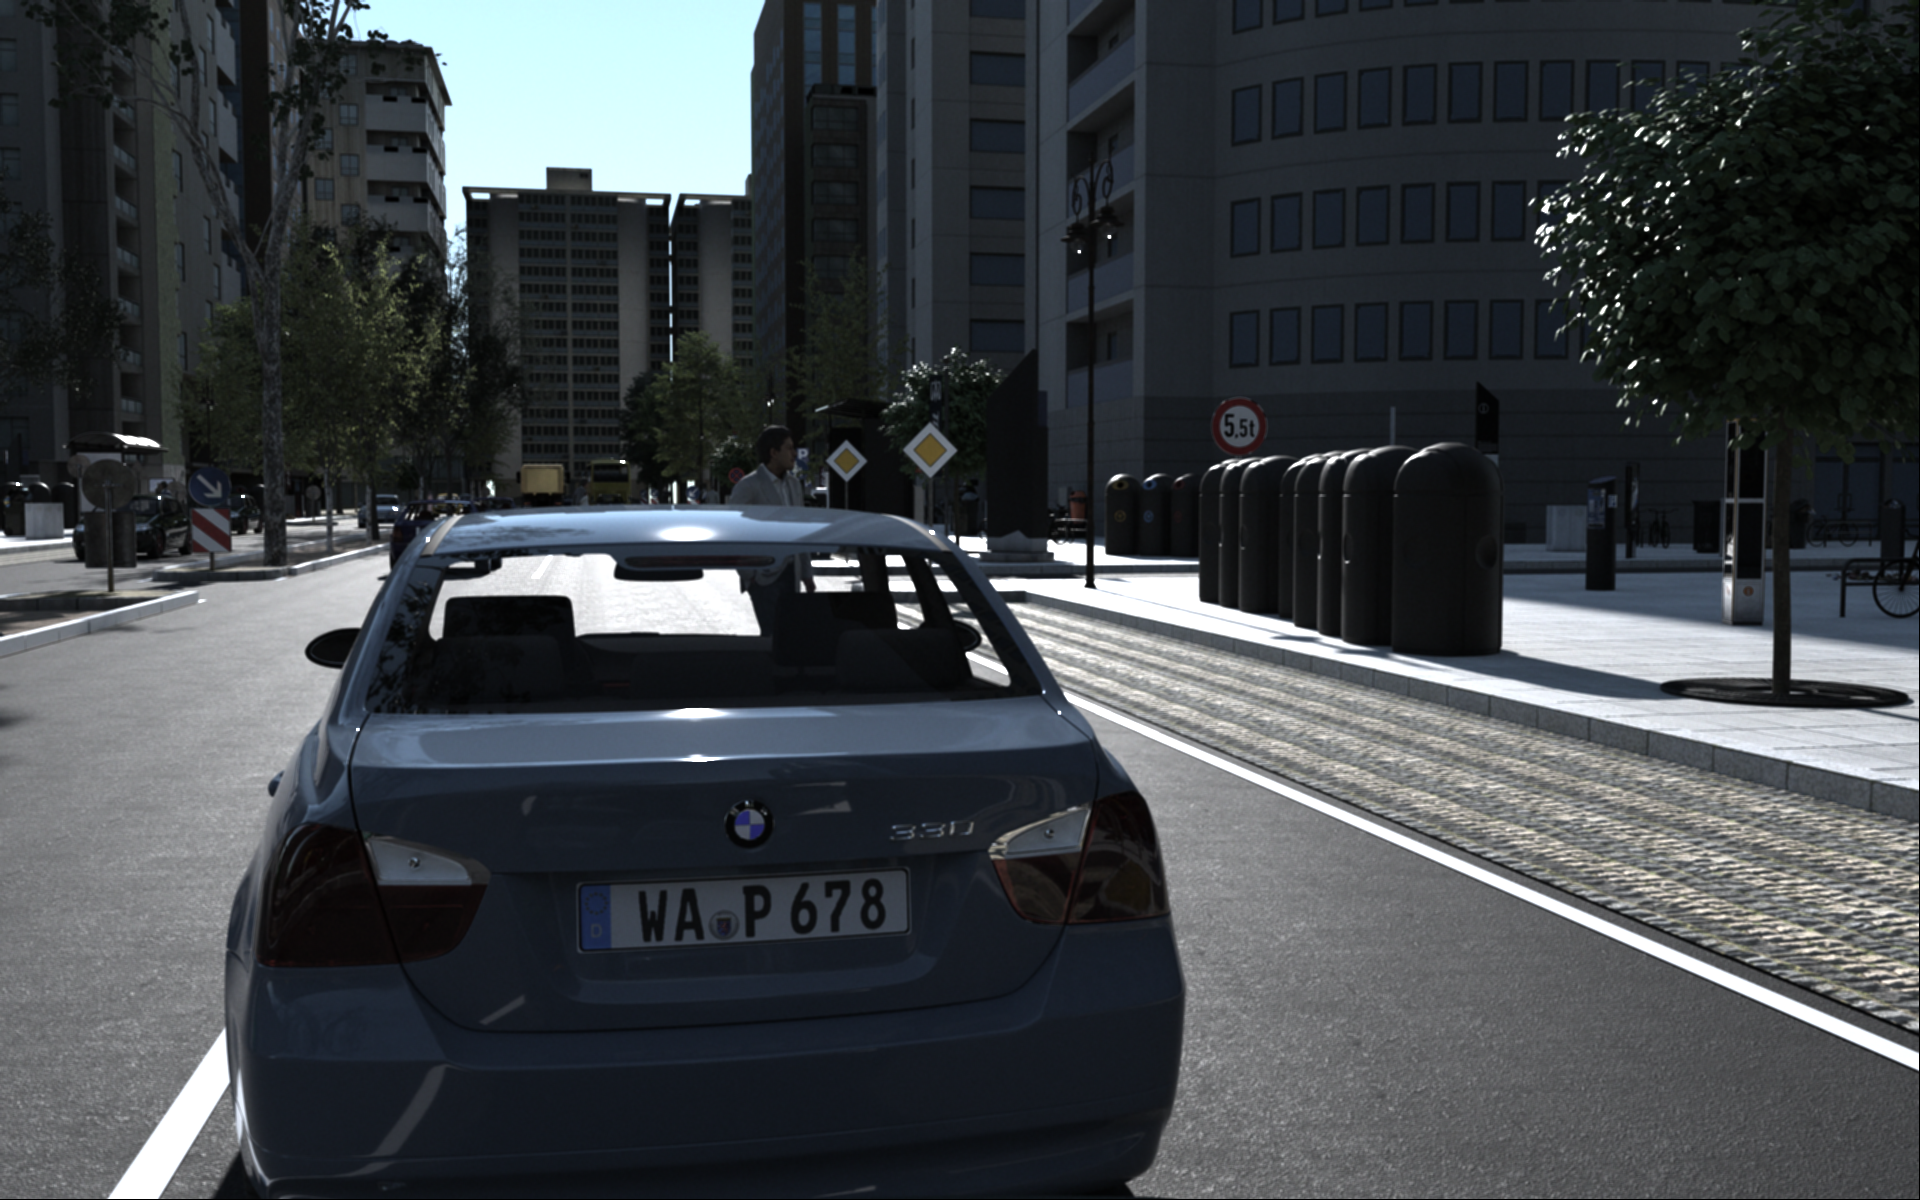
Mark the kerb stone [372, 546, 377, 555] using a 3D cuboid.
[{"bbox_3d":[-13.956,-1.142,40.934,0.120,0.150,1.000,-1,4,-12],"label":"kerb stone"}]

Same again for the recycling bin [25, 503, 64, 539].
[{"bbox_3d":[-26.099,-2.252,49.372,0.722,1.027,0.722,1,4,16],"label":"recycling bin"}]

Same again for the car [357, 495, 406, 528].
[{"bbox_3d":[-24.951,-3.843,74.839,2.014,1.417,4.499,-1,4,-14],"label":"car"}]

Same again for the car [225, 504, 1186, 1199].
[{"bbox_3d":[-0.803,0.442,4.768,2.014,1.417,4.499,-1,4,-13],"label":"car"}]

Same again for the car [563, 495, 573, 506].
[{"bbox_3d":[-39.938,-10.057,177.018,1.945,1.354,3.894,-1,4,-11],"label":"car"}]

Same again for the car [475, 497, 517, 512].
[{"bbox_3d":[-14.763,-2.591,54.943,1.945,1.354,3.894,-1,4,-14],"label":"car"}]

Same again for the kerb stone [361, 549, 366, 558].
[{"bbox_3d":[-13.528,-1.023,38.925,0.120,0.150,1.000,-1,4,-12],"label":"kerb stone"}]

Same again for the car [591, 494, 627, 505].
[{"bbox_3d":[-19.353,-5.248,95.591,2.009,1.686,4.222,-1,4,-13],"label":"car"}]

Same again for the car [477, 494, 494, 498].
[{"bbox_3d":[-44.659,-9.260,163.192,2.131,1.459,4.920,-1,4,-12],"label":"car"}]

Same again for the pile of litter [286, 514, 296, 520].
[{"bbox_3d":[-33.645,-4.429,86.378,1.176,0.858,1.719,0,4,7],"label":"pile of litter"}]

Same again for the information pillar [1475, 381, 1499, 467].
[{"bbox_3d":[10.945,-2.735,36.064,0.504,3.616,0.183,0,4,-5],"label":"information pillar"}]

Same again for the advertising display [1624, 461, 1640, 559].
[{"bbox_3d":[13.444,-1.801,34.660,0.123,1.923,0.974,2,4,30],"label":"advertising display"}]

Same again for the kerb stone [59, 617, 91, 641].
[{"bbox_3d":[-8.914,0.306,17.307,0.120,0.150,1.000,-1,4,-12],"label":"kerb stone"}]

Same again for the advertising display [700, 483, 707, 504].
[{"bbox_3d":[-15.365,-6.020,103.643,0.123,1.923,0.974,1,4,10],"label":"advertising display"}]

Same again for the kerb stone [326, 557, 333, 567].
[{"bbox_3d":[-12.463,-0.714,33.911,0.120,0.150,1.000,-1,4,-12],"label":"kerb stone"}]

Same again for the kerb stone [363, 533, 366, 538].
[{"bbox_3d":[-19.203,-2.037,55.494,0.120,0.150,1.000,-1,4,-12],"label":"kerb stone"}]

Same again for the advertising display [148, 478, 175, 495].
[{"bbox_3d":[-31.536,-3.869,68.469,0.974,1.923,0.123,-1,4,-14],"label":"advertising display"}]

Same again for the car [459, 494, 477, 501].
[{"bbox_3d":[-39.908,-7.855,140.229,2.131,1.459,4.920,-1,4,-13],"label":"car"}]

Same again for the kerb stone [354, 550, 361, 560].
[{"bbox_3d":[-13.312,-0.962,37.925,0.120,0.150,1.000,-1,4,-12],"label":"kerb stone"}]

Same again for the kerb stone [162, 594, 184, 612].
[{"bbox_3d":[-9.767,0.054,21.319,0.120,0.150,1.000,-1,4,-12],"label":"kerb stone"}]

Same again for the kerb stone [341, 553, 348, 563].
[{"bbox_3d":[-12.884,-0.839,35.919,0.120,0.150,1.000,-1,4,-12],"label":"kerb stone"}]

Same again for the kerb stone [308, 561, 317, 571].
[{"bbox_3d":[-12.040,-0.594,31.903,0.120,0.150,1.000,-1,4,-12],"label":"kerb stone"}]

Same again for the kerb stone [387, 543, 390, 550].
[{"bbox_3d":[-14.595,-1.330,43.943,0.120,0.150,1.000,-1,4,-12],"label":"kerb stone"}]

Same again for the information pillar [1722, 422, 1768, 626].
[{"bbox_3d":[7.687,-0.762,16.957,0.304,2.012,0.304,0,4,5],"label":"information pillar"}]

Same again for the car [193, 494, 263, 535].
[{"bbox_3d":[-25.888,-3.145,61.211,2.009,1.686,4.222,-1,4,-10],"label":"car"}]

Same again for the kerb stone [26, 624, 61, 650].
[{"bbox_3d":[-8.701,0.365,16.307,0.120,0.150,1.000,-1,4,-12],"label":"kerb stone"}]

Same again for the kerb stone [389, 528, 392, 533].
[{"bbox_3d":[-20.711,-2.463,62.520,0.120,0.150,1.000,-1,4,-12],"label":"kerb stone"}]

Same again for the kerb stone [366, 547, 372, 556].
[{"bbox_3d":[-13.740,-1.083,39.935,0.120,0.150,1.000,-1,4,-12],"label":"kerb stone"}]

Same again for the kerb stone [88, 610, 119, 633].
[{"bbox_3d":[-9.125,0.240,18.314,0.120,0.150,1.000,-1,4,-12],"label":"kerb stone"}]

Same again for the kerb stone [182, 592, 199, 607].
[{"bbox_3d":[-9.984,-0.005,22.318,0.120,0.150,1.000,-1,4,-12],"label":"kerb stone"}]

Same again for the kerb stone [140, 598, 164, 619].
[{"bbox_3d":[-9.555,0.115,20.319,0.120,0.150,1.000,-1,4,-12],"label":"kerb stone"}]

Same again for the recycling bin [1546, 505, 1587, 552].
[{"bbox_3d":[13.531,-1.597,38.659,0.722,1.027,0.722,0,4,6],"label":"recycling bin"}]

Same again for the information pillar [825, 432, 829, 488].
[{"bbox_3d":[-4.813,-4.476,64.539,0.504,3.616,0.183,1,4,15],"label":"information pillar"}]

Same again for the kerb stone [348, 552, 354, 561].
[{"bbox_3d":[-13.096,-0.901,36.924,0.120,0.150,1.000,-1,4,-12],"label":"kerb stone"}]

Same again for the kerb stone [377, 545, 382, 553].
[{"bbox_3d":[-14.175,-1.208,41.940,0.120,0.150,1.000,-1,4,-12],"label":"kerb stone"}]

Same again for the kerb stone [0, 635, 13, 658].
[{"bbox_3d":[-8.486,0.421,15.305,0.120,0.150,1.000,-1,4,-12],"label":"kerb stone"}]

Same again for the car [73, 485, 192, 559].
[{"bbox_3d":[-18.732,-1.807,39.327,2.009,1.686,4.222,-1,4,-10],"label":"car"}]

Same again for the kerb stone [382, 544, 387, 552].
[{"bbox_3d":[-14.384,-1.268,42.940,0.120,0.150,1.000,-1,4,-12],"label":"kerb stone"}]

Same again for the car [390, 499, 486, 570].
[{"bbox_3d":[-9.535,-1.206,32.304,1.945,1.354,3.894,-1,4,-10],"label":"car"}]

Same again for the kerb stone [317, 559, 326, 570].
[{"bbox_3d":[-12.245,-0.655,32.912,0.120,0.150,1.000,-1,4,-12],"label":"kerb stone"}]

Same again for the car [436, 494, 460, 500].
[{"bbox_3d":[-32.630,-6.122,110.325,2.015,1.641,3.980,-1,4,-12],"label":"car"}]

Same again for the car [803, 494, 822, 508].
[{"bbox_3d":[-3.987,-1.838,39.840,2.009,1.686,4.222,-1,4,-11],"label":"car"}]

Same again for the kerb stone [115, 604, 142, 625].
[{"bbox_3d":[-9.340,0.176,19.313,0.120,0.150,1.000,-1,4,-12],"label":"kerb stone"}]

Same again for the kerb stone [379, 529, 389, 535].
[{"bbox_3d":[-20.498,-2.405,61.519,0.120,0.150,1.000,-1,4,-12],"label":"kerb stone"}]

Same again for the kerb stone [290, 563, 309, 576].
[{"bbox_3d":[-11.811,-0.526,30.907,0.120,0.150,1.000,-1,4,-12],"label":"kerb stone"}]

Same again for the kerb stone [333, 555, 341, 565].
[{"bbox_3d":[-12.669,-0.775,34.916,0.120,0.150,1.000,-1,4,-12],"label":"kerb stone"}]
